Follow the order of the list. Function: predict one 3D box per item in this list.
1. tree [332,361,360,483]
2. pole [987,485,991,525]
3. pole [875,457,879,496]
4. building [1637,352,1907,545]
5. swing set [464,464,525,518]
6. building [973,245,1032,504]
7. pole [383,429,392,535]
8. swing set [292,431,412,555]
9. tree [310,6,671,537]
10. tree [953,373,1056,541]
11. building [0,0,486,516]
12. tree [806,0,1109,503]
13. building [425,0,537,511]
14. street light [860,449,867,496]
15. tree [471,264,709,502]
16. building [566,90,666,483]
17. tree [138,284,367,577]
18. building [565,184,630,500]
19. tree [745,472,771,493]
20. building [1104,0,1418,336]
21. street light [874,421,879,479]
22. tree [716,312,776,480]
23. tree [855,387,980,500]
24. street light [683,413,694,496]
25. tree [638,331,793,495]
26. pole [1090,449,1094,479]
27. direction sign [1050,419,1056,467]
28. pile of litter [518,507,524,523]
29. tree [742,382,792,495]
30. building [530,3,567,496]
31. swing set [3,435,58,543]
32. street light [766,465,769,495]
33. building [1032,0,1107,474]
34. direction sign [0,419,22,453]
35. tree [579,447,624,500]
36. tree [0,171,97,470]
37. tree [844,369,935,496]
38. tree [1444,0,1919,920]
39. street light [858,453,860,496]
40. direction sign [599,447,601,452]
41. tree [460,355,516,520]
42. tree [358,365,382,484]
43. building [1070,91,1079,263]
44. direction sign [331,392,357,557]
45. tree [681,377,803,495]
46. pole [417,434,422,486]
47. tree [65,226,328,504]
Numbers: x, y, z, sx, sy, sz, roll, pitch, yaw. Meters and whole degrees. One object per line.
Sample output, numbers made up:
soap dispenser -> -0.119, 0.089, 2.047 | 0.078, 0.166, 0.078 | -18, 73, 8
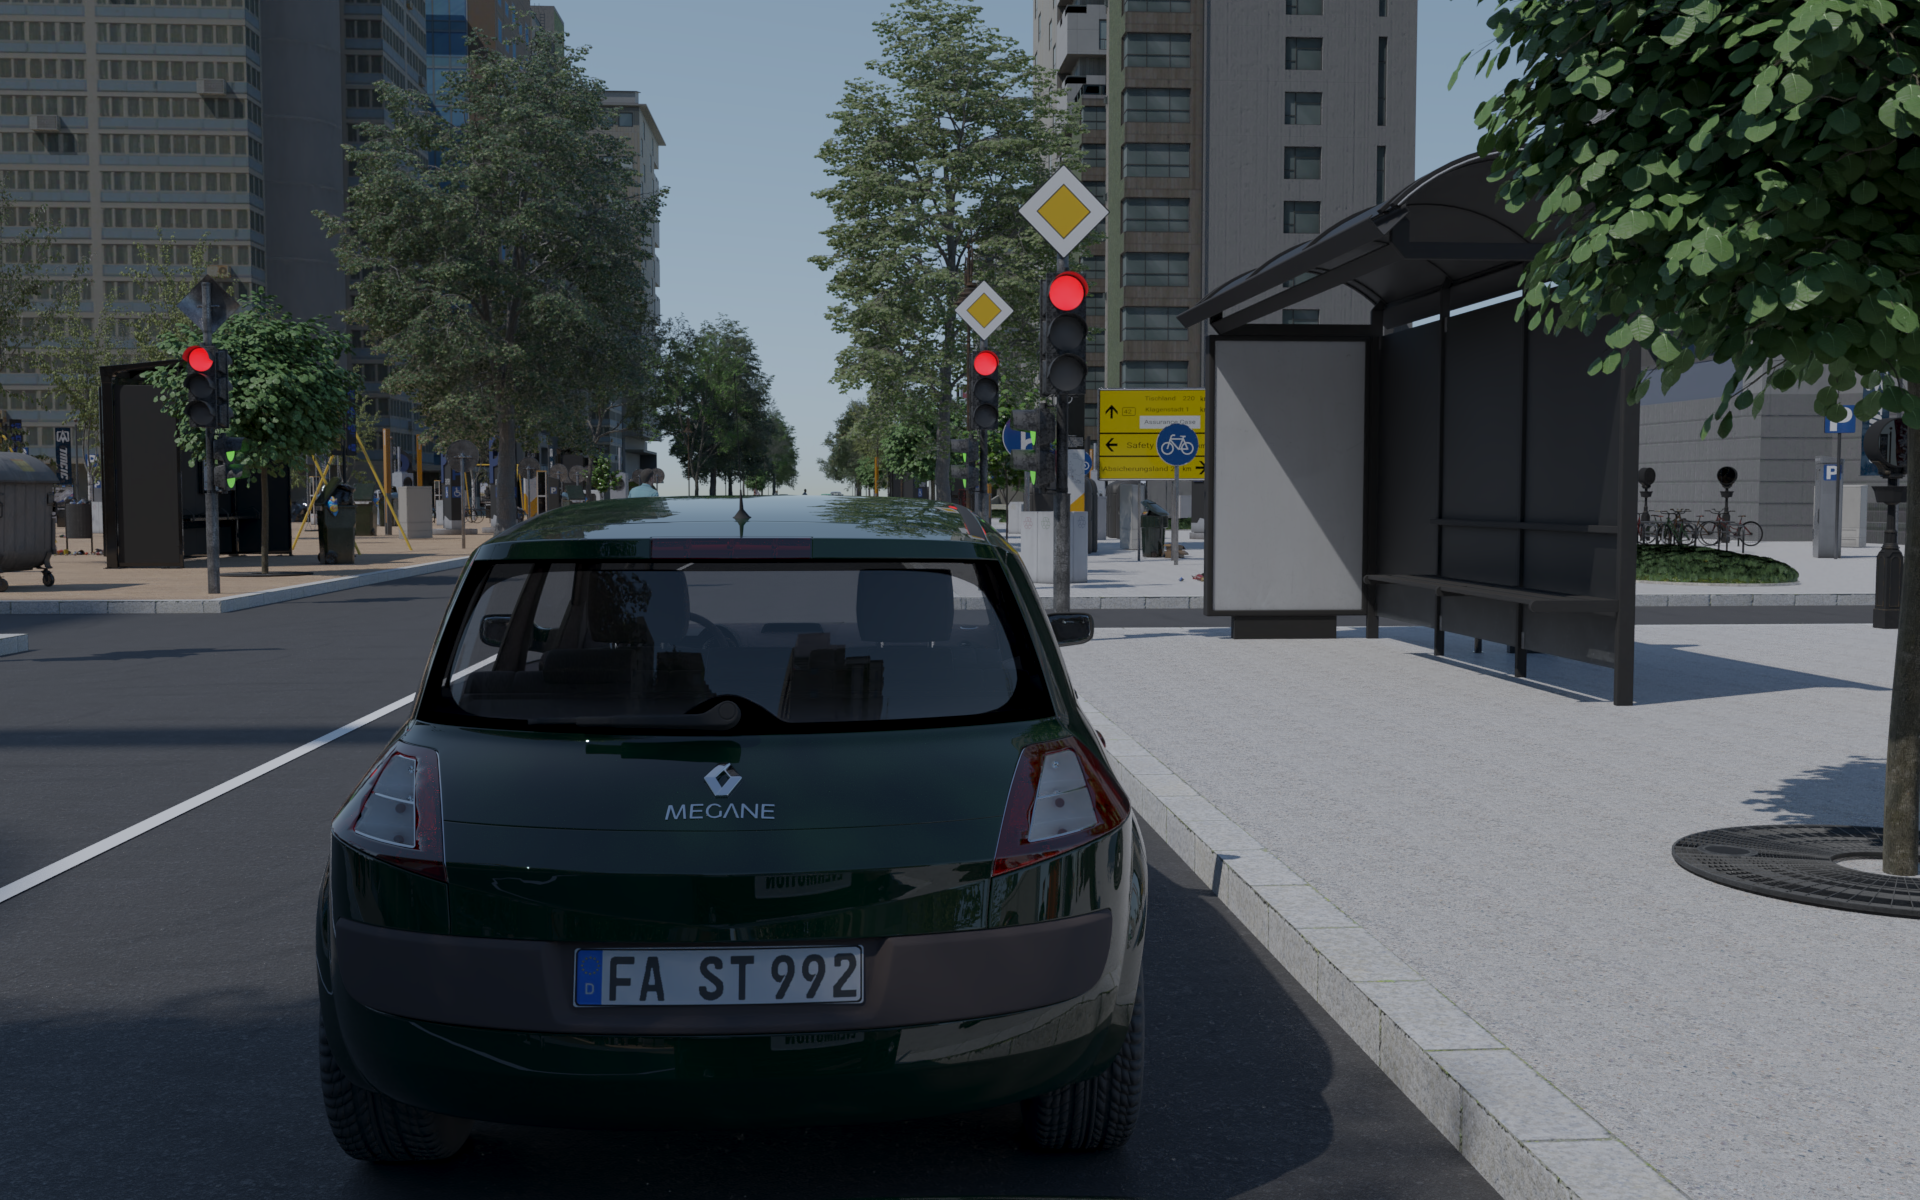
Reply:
tree -> -26.773, -7.151, 67.284 | 4.737, 8.622, 4.395 | 0, 3, 0
pole -> 1.087, -4.401, 65.807 | 0.158, 3.312, 0.155 | 0, 3, 0
pole -> -4.599, -6.235, 95.781 | 0.158, 3.312, 0.155 | 0, 3, 0
building -> 35.150, -31.093, 50.364 | 28.212, 58.520, 21.231 | 0, 4, -4
swing set -> -24.477, -5.707, 90.933 | 3.119, 2.851, 2.862 | 0, 4, -4
building -> 14.550, -33.897, 246.101 | 32.217, 40.220, 23.993 | 0, 4, -4
pole -> -17.884, -3.686, 54.101 | 0.158, 3.312, 0.155 | 0, 3, 0
swing set -> -13.985, -2.463, 37.894 | 2.862, 2.851, 3.119 | 0, 4, 4
tree -> -12.463, -8.595, 47.179 | 9.857, 13.997, 8.962 | 0, 3, 0
tree -> 0.719, -2.041, 27.966 | 1.663, 3.219, 1.824 | 0, 3, 0
building -> -46.514, -25.362, 106.553 | 32.217, 40.220, 23.993 | 0, 4, -4
tree -> -0.125, -7.436, 39.710 | 7.486, 12.596, 7.792 | 0, 3, 0
building -> -39.298, -29.114, 126.130 | 14.600, 45.320, 14.200 | 0, 4, -4
street light -> -7.594, -10.238, 140.180 | 0.468, 5.910, 1.993 | 0, 4, -4
tree -> -13.934, -7.975, 64.811 | 8.767, 10.594, 7.601 | -2, 4, -31
building -> -54.401, -39.191, 230.015 | 28.713, 52.752, 27.495 | 0, 4, -4
tree -> -11.052, -2.661, 27.218 | 4.285, 4.588, 4.351 | 0, 3, 0
building -> -53.077, -31.311, 203.820 | 32.217, 40.220, 23.993 | 0, 4, -4
tree -> -22.560, -12.744, 192.082 | 4.285, 4.588, 4.351 | 0, 3, 0
building -> 14.162, -19.346, 88.012 | 14.160, 30.474, 14.107 | 0, 4, -4
street light -> -5.241, -8.214, 107.091 | 0.468, 5.910, 1.993 | 0, 4, -4
tree -> -17.653, -13.247, 123.247 | 9.857, 13.997, 8.962 | 0, 3, 0
tree -> -0.815, -4.048, 49.895 | 4.285, 4.588, 4.351 | 0, 3, 0
street light -> -15.490, -7.716, 98.942 | 0.468, 5.910, 1.993 | 0, 4, -4
tree -> -17.088, -11.360, 111.489 | 9.928, 11.665, 9.643 | 0, 3, 0
pole -> 6.005, -5.194, 78.769 | 0.158, 3.312, 0.155 | 0, 3, 0
direction sign -> 2.418, -3.528, 49.684 | 0.876, 3.537, 0.379 | -3, 5, -41
pile of litter -> -15.892, -3.021, 63.352 | 1.176, 0.858, 1.719 | 1, 4, 9
tree -> -21.731, -16.057, 172.899 | 12.009, 13.543, 11.850 | 0, 3, 0
building -> -39.981, -27.937, 140.358 | 14.154, 41.232, 14.086 | 0, 4, -4
swing set -> -25.365, -2.852, 44.243 | 2.862, 2.851, 3.119 | 0, 4, 3
street light -> -23.784, -14.804, 214.835 | 0.468, 5.910, 1.993 | 0, 4, -4
building -> 20.932, -34.105, 146.851 | 28.713, 52.752, 27.495 | 0, 4, -4
direction sign -> -28.727, -3.685, 52.241 | 0.379, 3.537, 0.876 | 3, 5, 42
tree -> -14.677, -4.711, 71.622 | 1.663, 3.219, 1.824 | 0, 3, 0
tree -> -18.072, -4.942, 31.159 | 4.360, 8.622, 3.978 | 0, 3, 0
tree -> -3.122, -8.410, 87.867 | 4.360, 8.622, 3.978 | 0, 3, 0
tree -> 3.118, -1.343, 5.666 | 4.285, 4.588, 4.351 | 0, 3, 0
street light -> -9.909, -12.279, 173.553 | 0.468, 5.910, 1.993 | 0, 4, -4
direction sign -> -17.295, -5.581, 83.242 | 0.379, 3.537, 0.876 | 0, 4, -7
tree -> -23.632, -8.222, 84.796 | 4.360, 8.622, 3.978 | 0, 3, 0
tree -> -32.845, -8.676, 92.217 | 4.737, 8.622, 4.395 | 0, 3, 0
building -> 14.805, -21.676, 126.099 | 14.160, 30.474, 14.107 | 0, 4, -4
direction sign -> -12.499, -2.640, 35.163 | 0.379, 3.537, 0.876 | 1, 4, 12
tree -> -20.536, -14.490, 153.919 | 9.611, 12.733, 9.660 | 0, 3, 0
pole -> -18.470, -3.999, 59.224 | 0.158, 3.312, 0.155 | 0, 3, 0
tree -> -21.196, -5.989, 48.275 | 4.737, 8.622, 4.395 | 0, 3, 0
